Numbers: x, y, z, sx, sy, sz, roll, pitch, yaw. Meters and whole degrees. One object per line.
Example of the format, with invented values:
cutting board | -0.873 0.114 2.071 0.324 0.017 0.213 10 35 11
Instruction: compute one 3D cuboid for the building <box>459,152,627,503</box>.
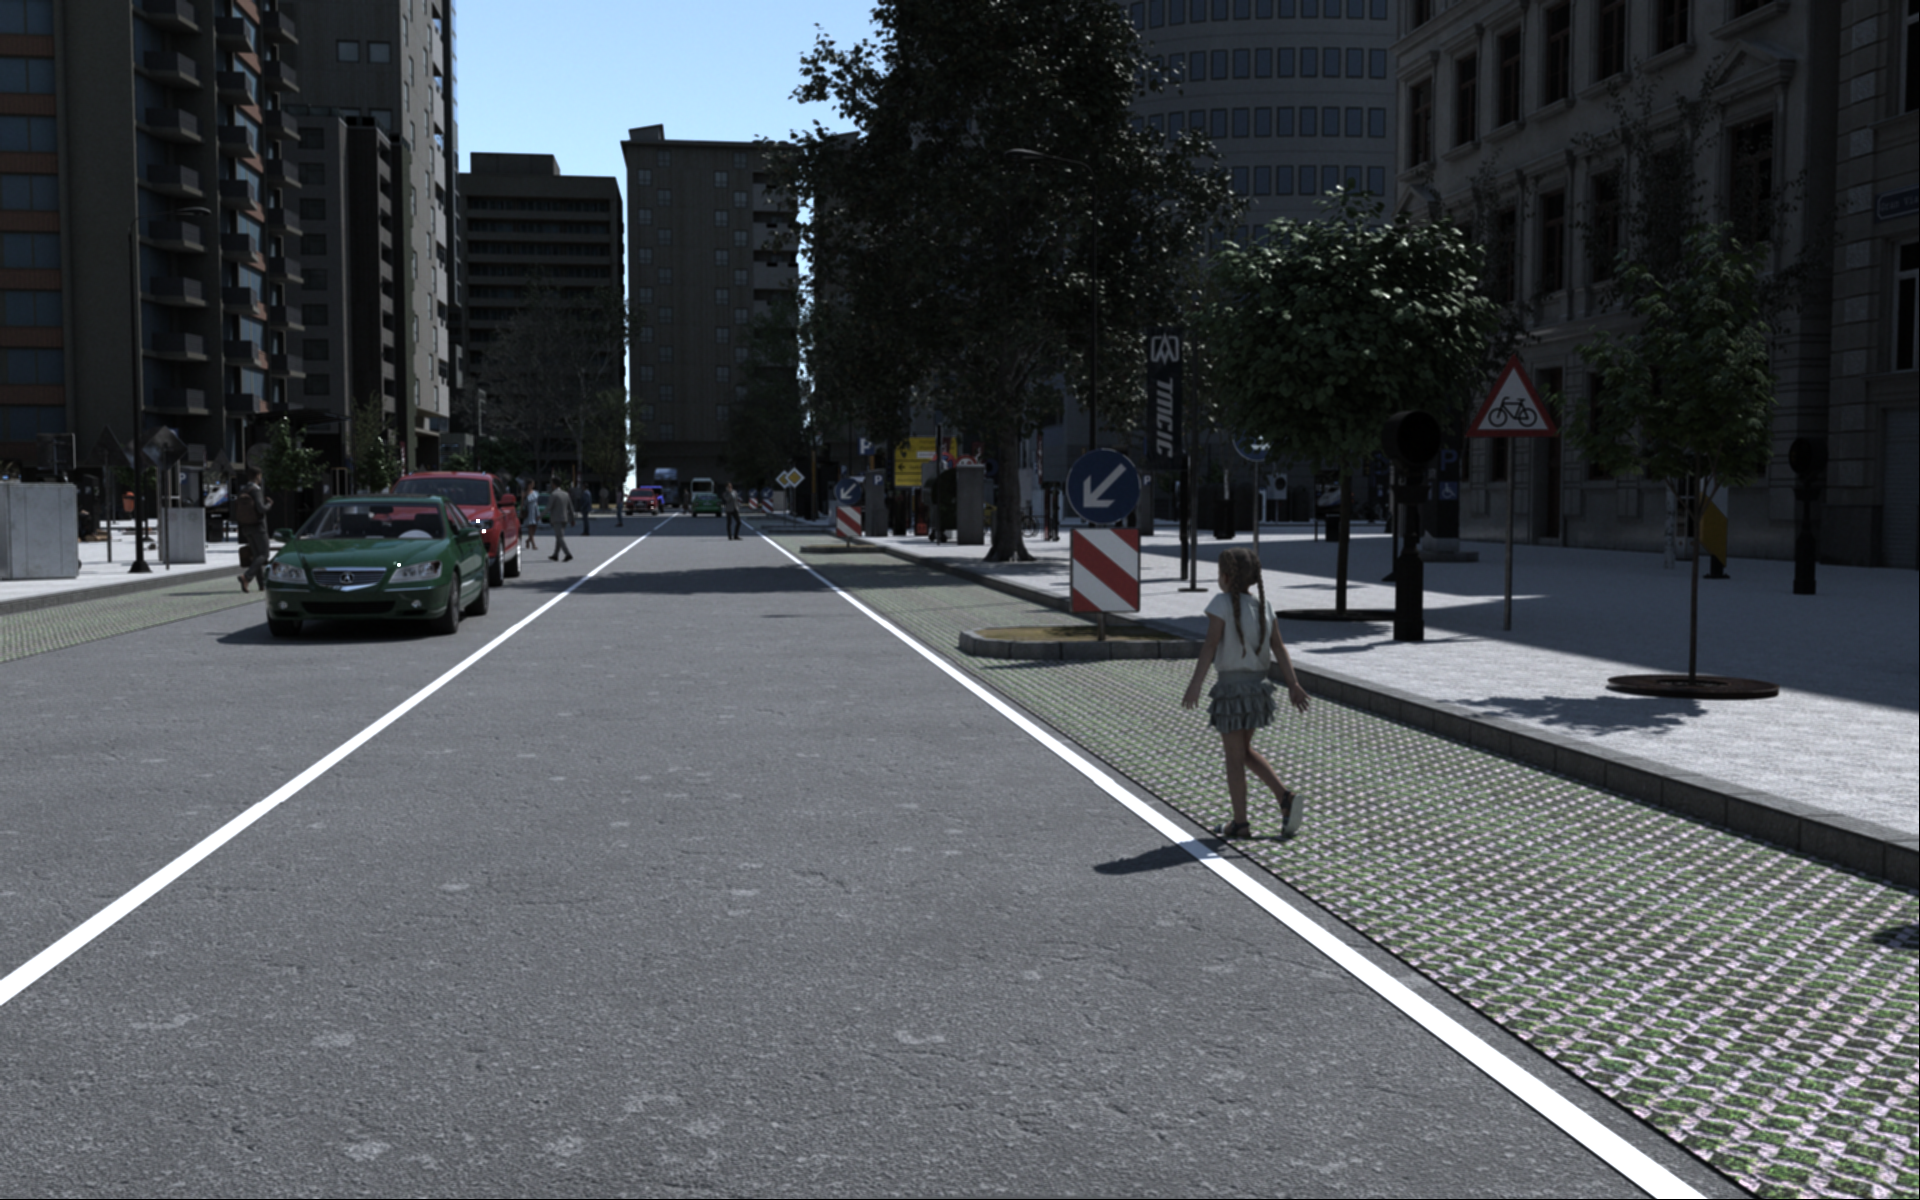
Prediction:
building | -59.458 -38.262 249.280 21.600 48.544 21.300 -1 4 -8

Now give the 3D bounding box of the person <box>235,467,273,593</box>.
person | -10.320 -1.029 25.289 0.622 1.834 0.822 2 4 26

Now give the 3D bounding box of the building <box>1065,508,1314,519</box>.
building | 19.041 -34.091 99.390 28.212 58.520 21.231 -1 4 -8

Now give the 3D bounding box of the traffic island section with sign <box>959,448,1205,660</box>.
traffic island section with sign | 1.034 -0.439 15.803 1.989 1.847 2.006 -1 4 -8

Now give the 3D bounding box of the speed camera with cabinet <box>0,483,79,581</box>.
speed camera with cabinet | -14.272 -1.915 25.652 0.660 3.252 2.038 3 5 45

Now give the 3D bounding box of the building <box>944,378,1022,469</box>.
building | 11.975 -49.683 124.991 22.319 86.520 31.000 -1 4 -8

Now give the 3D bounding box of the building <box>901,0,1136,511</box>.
building | 4.190 -38.693 174.629 21.231 58.520 28.212 -1 4 -8

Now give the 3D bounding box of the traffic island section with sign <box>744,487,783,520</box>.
traffic island section with sign | -10.867 -5.371 96.439 1.989 1.847 2.006 -1 4 -8

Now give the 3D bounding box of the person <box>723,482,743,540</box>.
person | -7.106 -2.780 54.133 0.592 1.802 0.473 -2 4 -29

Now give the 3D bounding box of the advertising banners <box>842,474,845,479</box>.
advertising banners | -7.524 -6.828 107.827 0.090 3.025 2.074 1 4 22

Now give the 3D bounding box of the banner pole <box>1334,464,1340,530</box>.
banner pole | 13.663 -4.426 62.375 0.401 3.779 0.863 -2 4 -28

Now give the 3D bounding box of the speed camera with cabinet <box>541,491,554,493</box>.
speed camera with cabinet | -31.323 -8.437 132.284 2.038 3.252 0.660 0 4 7

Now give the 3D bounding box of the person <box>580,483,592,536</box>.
person | -12.873 -3.113 59.574 0.419 1.800 0.721 -1 4 -13

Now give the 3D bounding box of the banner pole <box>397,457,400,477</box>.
banner pole | -37.572 -7.703 115.964 0.401 3.779 0.863 -2 4 -28

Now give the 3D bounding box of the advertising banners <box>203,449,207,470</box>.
advertising banners | -30.125 -4.439 68.773 0.090 3.025 2.074 -2 4 -35

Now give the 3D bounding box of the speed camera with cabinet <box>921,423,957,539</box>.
speed camera with cabinet | -0.522 -3.332 48.815 0.660 3.252 2.038 1 4 17

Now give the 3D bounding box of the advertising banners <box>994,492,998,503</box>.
advertising banners | 1.541 -5.507 86.223 0.090 3.025 2.074 2 4 26

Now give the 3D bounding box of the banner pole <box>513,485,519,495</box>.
banner pole | -32.813 -8.378 126.995 0.401 3.779 0.863 -1 4 -21

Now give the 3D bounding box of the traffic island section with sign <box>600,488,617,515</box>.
traffic island section with sign | -24.899 -6.901 121.451 1.989 1.847 2.006 -1 4 -8

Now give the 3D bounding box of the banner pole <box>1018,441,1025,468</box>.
banner pole | 3.014 -5.639 82.218 0.401 3.779 0.863 0 4 3

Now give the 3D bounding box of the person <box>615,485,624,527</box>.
person | -14.981 -4.148 76.327 0.388 1.821 0.555 0 4 3

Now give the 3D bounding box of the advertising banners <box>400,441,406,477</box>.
advertising banners | -18.349 -3.776 57.920 0.090 3.025 2.074 0 4 2

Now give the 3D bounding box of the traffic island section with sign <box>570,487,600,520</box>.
traffic island section with sign | -20.954 -5.270 94.785 1.989 1.847 2.006 -1 4 -8

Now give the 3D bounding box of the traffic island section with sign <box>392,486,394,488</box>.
traffic island section with sign | -12.923 -1.942 40.380 1.989 1.847 2.006 -1 4 -8

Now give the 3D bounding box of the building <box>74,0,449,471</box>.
building | -60.809 -34.480 152.983 28.713 52.752 27.495 -1 4 -8

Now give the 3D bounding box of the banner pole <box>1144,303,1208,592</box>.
banner pole | 2.849 -2.004 22.779 0.863 3.779 0.401 0 4 5

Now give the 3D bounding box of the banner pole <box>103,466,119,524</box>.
banner pole | -36.374 -5.140 74.052 0.863 3.779 0.401 2 4 26

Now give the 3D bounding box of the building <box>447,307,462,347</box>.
building | -82.867 -34.252 251.895 23.993 40.220 32.217 -1 4 -8

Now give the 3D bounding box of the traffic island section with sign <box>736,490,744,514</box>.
traffic island section with sign | -14.906 -7.041 123.756 1.989 1.847 2.006 -1 4 -8

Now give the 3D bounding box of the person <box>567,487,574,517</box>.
person | -21.800 -5.420 97.098 0.573 1.828 0.580 1 4 23

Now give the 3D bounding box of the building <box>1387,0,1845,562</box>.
building | 19.341 -12.625 42.583 11.583 22.565 21.152 -1 4 -8

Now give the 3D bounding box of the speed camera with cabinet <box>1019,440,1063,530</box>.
speed camera with cabinet | 2.889 -4.336 65.231 0.660 3.252 2.038 -3 4 -38

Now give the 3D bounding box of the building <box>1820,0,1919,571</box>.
building | 23.017 -13.598 19.597 12.463 27.353 25.104 -1 4 -8

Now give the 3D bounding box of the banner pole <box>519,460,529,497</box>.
banner pole | -32.544 -8.498 128.953 0.863 3.779 0.401 -3 5 -43

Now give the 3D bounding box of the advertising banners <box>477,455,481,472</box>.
advertising banners | -21.112 -4.928 76.768 0.090 3.025 2.074 -2 4 -29

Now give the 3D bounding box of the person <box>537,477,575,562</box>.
person | -8.555 -1.723 36.942 0.850 1.792 0.678 2 4 32

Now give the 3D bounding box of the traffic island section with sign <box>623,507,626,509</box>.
traffic island section with sign | -32.237 -9.938 171.114 1.989 1.847 2.006 -1 4 -8

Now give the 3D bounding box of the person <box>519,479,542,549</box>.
person | -11.147 -2.215 44.812 0.616 1.811 0.778 -3 4 -37

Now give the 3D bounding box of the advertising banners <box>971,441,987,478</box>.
advertising banners | -0.063 -3.775 57.912 2.074 3.025 0.090 2 4 29

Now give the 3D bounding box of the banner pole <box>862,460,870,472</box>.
banner pole | -6.833 -8.285 125.484 0.863 3.779 0.401 0 4 6

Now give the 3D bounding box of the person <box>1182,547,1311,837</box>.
person | 1.165 0.390 7.145 0.505 1.210 0.382 -2 4 -34

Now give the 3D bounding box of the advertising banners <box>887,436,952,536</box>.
advertising banners | -1.203 -3.479 53.071 2.074 3.025 0.090 2 4 23

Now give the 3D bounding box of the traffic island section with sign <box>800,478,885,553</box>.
traffic island section with sign | -2.904 -2.070 42.470 1.989 1.847 2.006 -1 4 -8

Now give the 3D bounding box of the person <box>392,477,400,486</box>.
person | -12.056 -1.724 36.954 0.850 1.792 0.678 -1 4 -17

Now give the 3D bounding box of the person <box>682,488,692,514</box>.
person | -19.225 -6.939 121.911 0.822 1.834 0.622 -2 4 -29

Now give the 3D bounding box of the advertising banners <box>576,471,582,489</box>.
advertising banners | -30.111 -8.433 134.067 2.074 3.025 0.090 2 4 23

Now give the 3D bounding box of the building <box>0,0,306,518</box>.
building | -51.836 -27.327 101.414 22.147 44.769 28.867 -1 4 -8

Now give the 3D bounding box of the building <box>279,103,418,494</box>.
building | -49.898 -22.030 131.886 14.160 30.474 14.107 -1 4 -8

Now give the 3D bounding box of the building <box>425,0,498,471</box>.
building | -67.574 -53.585 188.780 31.000 86.520 22.319 -1 4 -8

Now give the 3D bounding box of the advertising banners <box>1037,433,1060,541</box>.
advertising banners | 2.416 -3.153 47.745 0.090 3.025 2.074 -1 4 -13

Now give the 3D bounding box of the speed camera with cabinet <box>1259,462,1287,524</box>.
speed camera with cabinet | 13.028 -4.893 74.329 2.038 3.252 0.660 -2 4 -25

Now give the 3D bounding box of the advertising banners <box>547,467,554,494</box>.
advertising banners | -26.103 -6.988 110.443 0.090 3.025 2.074 0 4 -1

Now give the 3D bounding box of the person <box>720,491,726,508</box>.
person | -24.063 -10.272 177.174 1.217 1.743 0.721 0 4 4

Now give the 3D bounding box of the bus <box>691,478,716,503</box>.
bus | -30.913 -13.057 208.336 2.948 3.499 13.247 0 4 -8

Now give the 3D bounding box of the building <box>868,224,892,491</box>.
building | 1.014 -35.266 200.296 21.300 48.544 21.600 -1 4 -8
